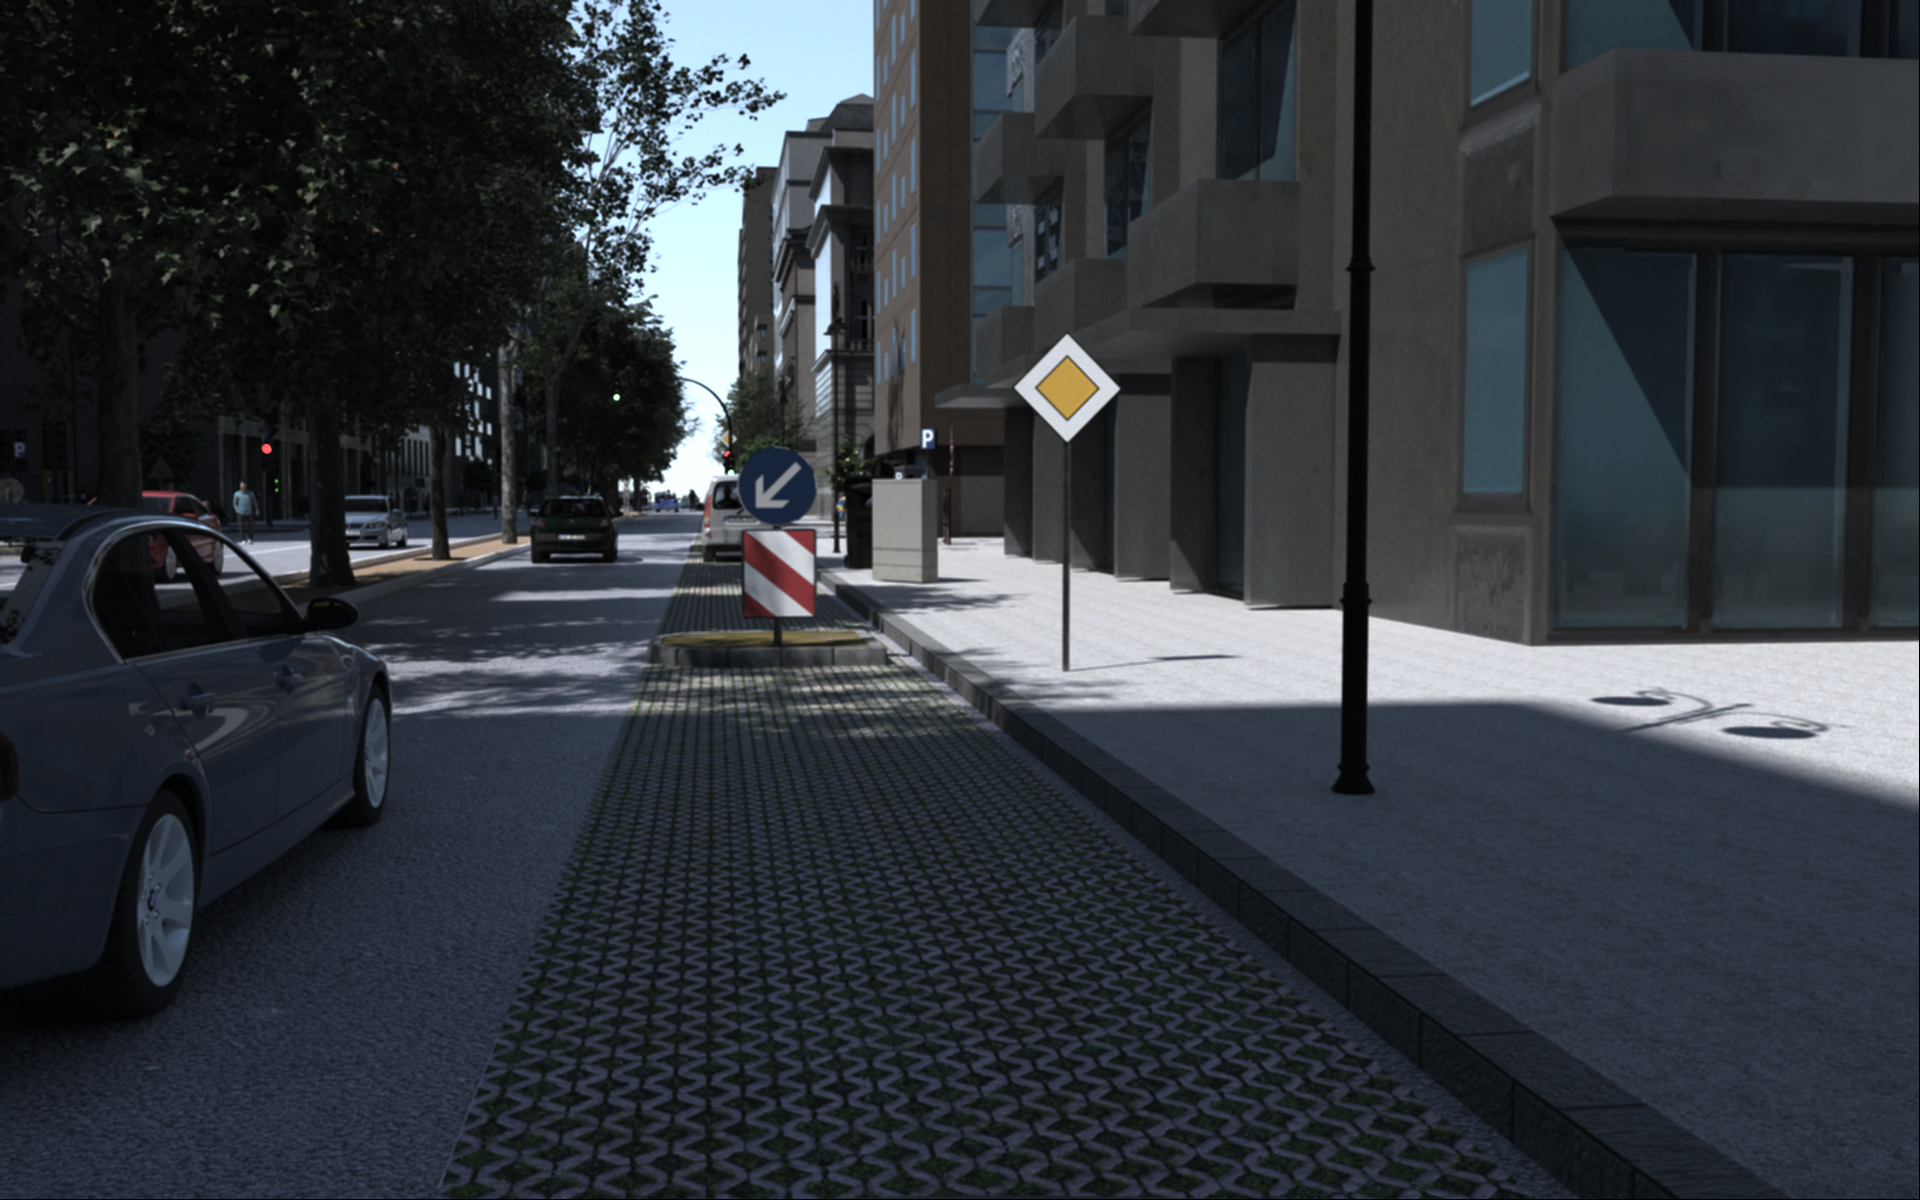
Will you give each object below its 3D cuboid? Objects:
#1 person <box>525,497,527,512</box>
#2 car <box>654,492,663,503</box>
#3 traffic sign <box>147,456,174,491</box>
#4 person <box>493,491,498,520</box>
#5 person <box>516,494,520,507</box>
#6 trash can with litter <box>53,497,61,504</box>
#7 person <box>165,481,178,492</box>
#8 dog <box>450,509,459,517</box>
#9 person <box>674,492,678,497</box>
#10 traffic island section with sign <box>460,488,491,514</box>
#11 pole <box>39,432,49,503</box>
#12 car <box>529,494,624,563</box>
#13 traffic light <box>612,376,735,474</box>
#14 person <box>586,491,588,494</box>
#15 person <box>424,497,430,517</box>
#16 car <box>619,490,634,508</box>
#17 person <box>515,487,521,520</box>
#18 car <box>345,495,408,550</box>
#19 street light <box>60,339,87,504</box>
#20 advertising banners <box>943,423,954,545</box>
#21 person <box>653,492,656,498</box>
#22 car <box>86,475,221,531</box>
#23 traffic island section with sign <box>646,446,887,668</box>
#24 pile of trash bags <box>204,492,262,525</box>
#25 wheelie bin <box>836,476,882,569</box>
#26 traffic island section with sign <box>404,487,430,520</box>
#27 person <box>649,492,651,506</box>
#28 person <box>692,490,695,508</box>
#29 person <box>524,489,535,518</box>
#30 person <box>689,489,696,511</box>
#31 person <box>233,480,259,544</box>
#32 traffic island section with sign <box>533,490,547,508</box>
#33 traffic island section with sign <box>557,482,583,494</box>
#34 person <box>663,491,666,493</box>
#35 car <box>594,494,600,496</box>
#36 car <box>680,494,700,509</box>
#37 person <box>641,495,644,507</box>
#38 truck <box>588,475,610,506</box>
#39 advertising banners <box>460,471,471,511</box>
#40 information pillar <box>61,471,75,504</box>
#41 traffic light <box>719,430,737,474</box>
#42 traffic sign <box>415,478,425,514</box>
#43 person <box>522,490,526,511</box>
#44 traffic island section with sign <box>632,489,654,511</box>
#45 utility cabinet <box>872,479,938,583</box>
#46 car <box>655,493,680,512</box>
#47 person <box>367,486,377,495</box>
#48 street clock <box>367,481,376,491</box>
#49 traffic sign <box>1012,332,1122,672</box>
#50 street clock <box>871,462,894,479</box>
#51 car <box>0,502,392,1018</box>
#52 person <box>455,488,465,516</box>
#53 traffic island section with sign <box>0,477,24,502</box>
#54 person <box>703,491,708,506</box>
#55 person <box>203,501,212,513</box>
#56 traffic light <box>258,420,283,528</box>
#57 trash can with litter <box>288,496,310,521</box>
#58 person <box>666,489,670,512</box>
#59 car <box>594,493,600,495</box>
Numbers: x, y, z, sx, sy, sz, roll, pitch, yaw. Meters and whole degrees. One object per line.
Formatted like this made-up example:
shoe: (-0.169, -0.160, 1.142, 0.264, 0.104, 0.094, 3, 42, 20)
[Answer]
person: (-35.135, -8.029, 140.779, 0.512, 1.701, 0.522, -1, 4, -13)
car: (-49.006, -16.848, 284.143, 2.281, 1.827, 5.304, -1, 4, -9)
traffic sign: (-27.060, -3.587, 58.648, 0.884, 2.594, 0.081, 0, 4, -5)
person: (-26.207, -5.345, 97.694, 0.330, 1.601, 0.589, 0, 4, 4)
person: (-20.279, -4.282, 78.293, 0.659, 1.850, 0.755, 0, 4, -6)
trash can with litter: (-32.525, -3.108, 62.204, 0.624, 1.170, 1.055, 0, 4, -4)
person: (-23.886, -2.674, 52.326, 0.635, 1.810, 0.391, -3, 5, -45)
dog: (-31.096, -5.336, 106.530, 0.540, 0.507, 0.406, -1, 4, -19)
person: (-50.481, -18.203, 306.127, 1.348, 1.823, 0.705, 1, 4, 20)
traffic island section with sign: (-34.276, -6.970, 122.585, 1.989, 1.847, 2.006, -1, 4, -8)
pole: (-29.959, -3.842, 56.660, 0.158, 3.312, 0.155, 0, 3, 0)
car: (-8.276, -1.683, 37.301, 2.009, 1.686, 4.222, -1, 4, -10)
traffic light: (-11.051, -5.668, 67.332, 4.771, 5.953, 1.251, -1, 4, -8)
person: (-40.930, -11.060, 189.886, 0.990, 1.755, 0.434, 2, 4, 34)
person: (-32.128, -5.573, 104.280, 0.373, 1.253, 0.362, 2, 4, 34)
car: (-35.628, -10.788, 185.058, 2.281, 1.827, 5.304, 0, 4, -6)
person: (-24.267, -5.257, 94.626, 0.473, 1.802, 0.592, -2, 4, -28)
car: (-15.781, -2.073, 45.904, 2.014, 1.417, 4.499, -1, 4, -9)
street light: (-26.040, -4.781, 50.960, 0.468, 5.910, 1.993, -1, 4, -8)
advertising banners: (-0.294, -2.904, 43.676, 0.090, 3.025, 2.074, 0, 4, -6)
person: (-53.035, -17.882, 301.656, 1.217, 1.735, 0.721, -1, 4, -21)
car: (-13.795, -1.227, 29.103, 2.155, 1.783, 4.494, -1, 4, -8)
traffic island section with sign: (-1.728, -0.400, 15.160, 1.989, 1.847, 2.006, -1, 4, -8)
pile of trash bags: (-31.321, -3.874, 73.091, 3.447, 1.369, 1.912, -2, 4, -29)
wheelie bin: (-1.633, -1.339, 29.798, 0.980, 1.594, 0.693, 0, 4, -6)
traffic island section with sign: (-30.450, -5.338, 95.902, 1.989, 1.847, 2.006, -1, 4, -8)
person: (-38.156, -12.504, 213.627, 0.721, 1.739, 1.217, 0, 4, -5)
person: (-28.208, -10.698, 183.037, 1.348, 1.869, 0.705, 2, 4, 26)
person: (-25.361, -5.670, 101.802, 0.593, 1.750, 0.643, 1, 4, 22)
person: (-22.393, -8.372, 145.182, 0.655, 1.846, 0.447, -1, 4, -13)
person: (-20.443, -2.512, 49.591, 0.660, 1.820, 0.620, -2, 4, -30)
traffic island section with sign: (-41.362, -9.999, 172.105, 1.989, 1.847, 2.006, -1, 4, -8)
traffic island section with sign: (-16.478, -4.061, 74.538, 2.006, 1.907, 1.989, -1, 4, -8)
person: (-29.635, -10.099, 174.343, 1.217, 1.743, 0.721, 2, 4, 32)
car: (-26.393, -6.979, 123.894, 2.009, 1.686, 4.222, 0, 4, -6)
car: (-25.787, -9.385, 165.450, 2.014, 1.417, 4.499, -1, 4, -9)
person: (-36.505, -11.608, 198.420, 0.705, 1.807, 1.348, 2, 4, 33)
truck: (-43.330, -13.475, 209.236, 2.839, 4.237, 11.283, -1, 4, -10)
advertising banners: (-37.386, -8.241, 130.935, 0.090, 3.025, 2.074, 0, 4, 4)
information pillar: (-28.984, -3.173, 56.373, 0.304, 2.012, 0.304, 1, 4, 13)
traffic light: (-10.126, -5.306, 75.673, 0.839, 4.253, 0.868, -1, 4, -8)
traffic sign: (-34.415, -6.619, 110.349, 0.606, 2.300, 0.079, 0, 4, 0)
person: (-37.711, -8.646, 150.416, 0.990, 1.755, 0.434, 2, 4, 35)
traffic island section with sign: (-27.145, -8.611, 148.918, 2.006, 1.907, 1.989, -1, 4, -8)
utility cabinet: (-0.798, -1.012, 25.220, 0.318, 1.500, 1.173, -3, 5, -40)
car: (-22.986, -7.739, 136.122, 1.945, 1.707, 3.694, 0, 4, -8)
person: (-26.398, -4.225, 77.860, 0.520, 1.790, 0.573, -2, 4, -27)
street clock: (-32.297, -5.534, 95.056, 0.471, 2.002, 0.358, 2, 4, 28)
traffic sign: (0.763, -0.689, 12.455, 0.795, 2.450, 0.064, 0, 4, -7)
street clock: (-1.735, -2.109, 39.050, 0.471, 2.002, 0.358, 1, 4, 23)
car: (-3.203, 0.372, 5.928, 2.014, 1.417, 4.499, 0, 4, -7)
person: (-32.720, -6.402, 113.343, 0.661, 1.801, 0.590, 3, 5, 42)
traffic island section with sign: (-22.538, -1.964, 40.733, 1.989, 1.847, 2.006, -1, 4, -8)
person: (-8.909, -3.284, 62.212, 0.660, 1.820, 0.620, -1, 4, -12)
person: (-20.041, -2.009, 46.015, 0.373, 1.253, 0.362, -1, 4, -10)
traffic light: (-26.029, -4.673, 65.320, 0.839, 4.253, 0.868, -1, 4, -8)
trash can with litter: (-31.572, -4.487, 84.420, 2.233, 1.210, 1.678, -1, 4, -22)
person: (-23.581, -8.050, 140.134, 0.555, 1.821, 0.388, -2, 4, -34)
car: (-39.410, -10.869, 187.293, 1.945, 1.707, 3.694, 0, 4, -6)
